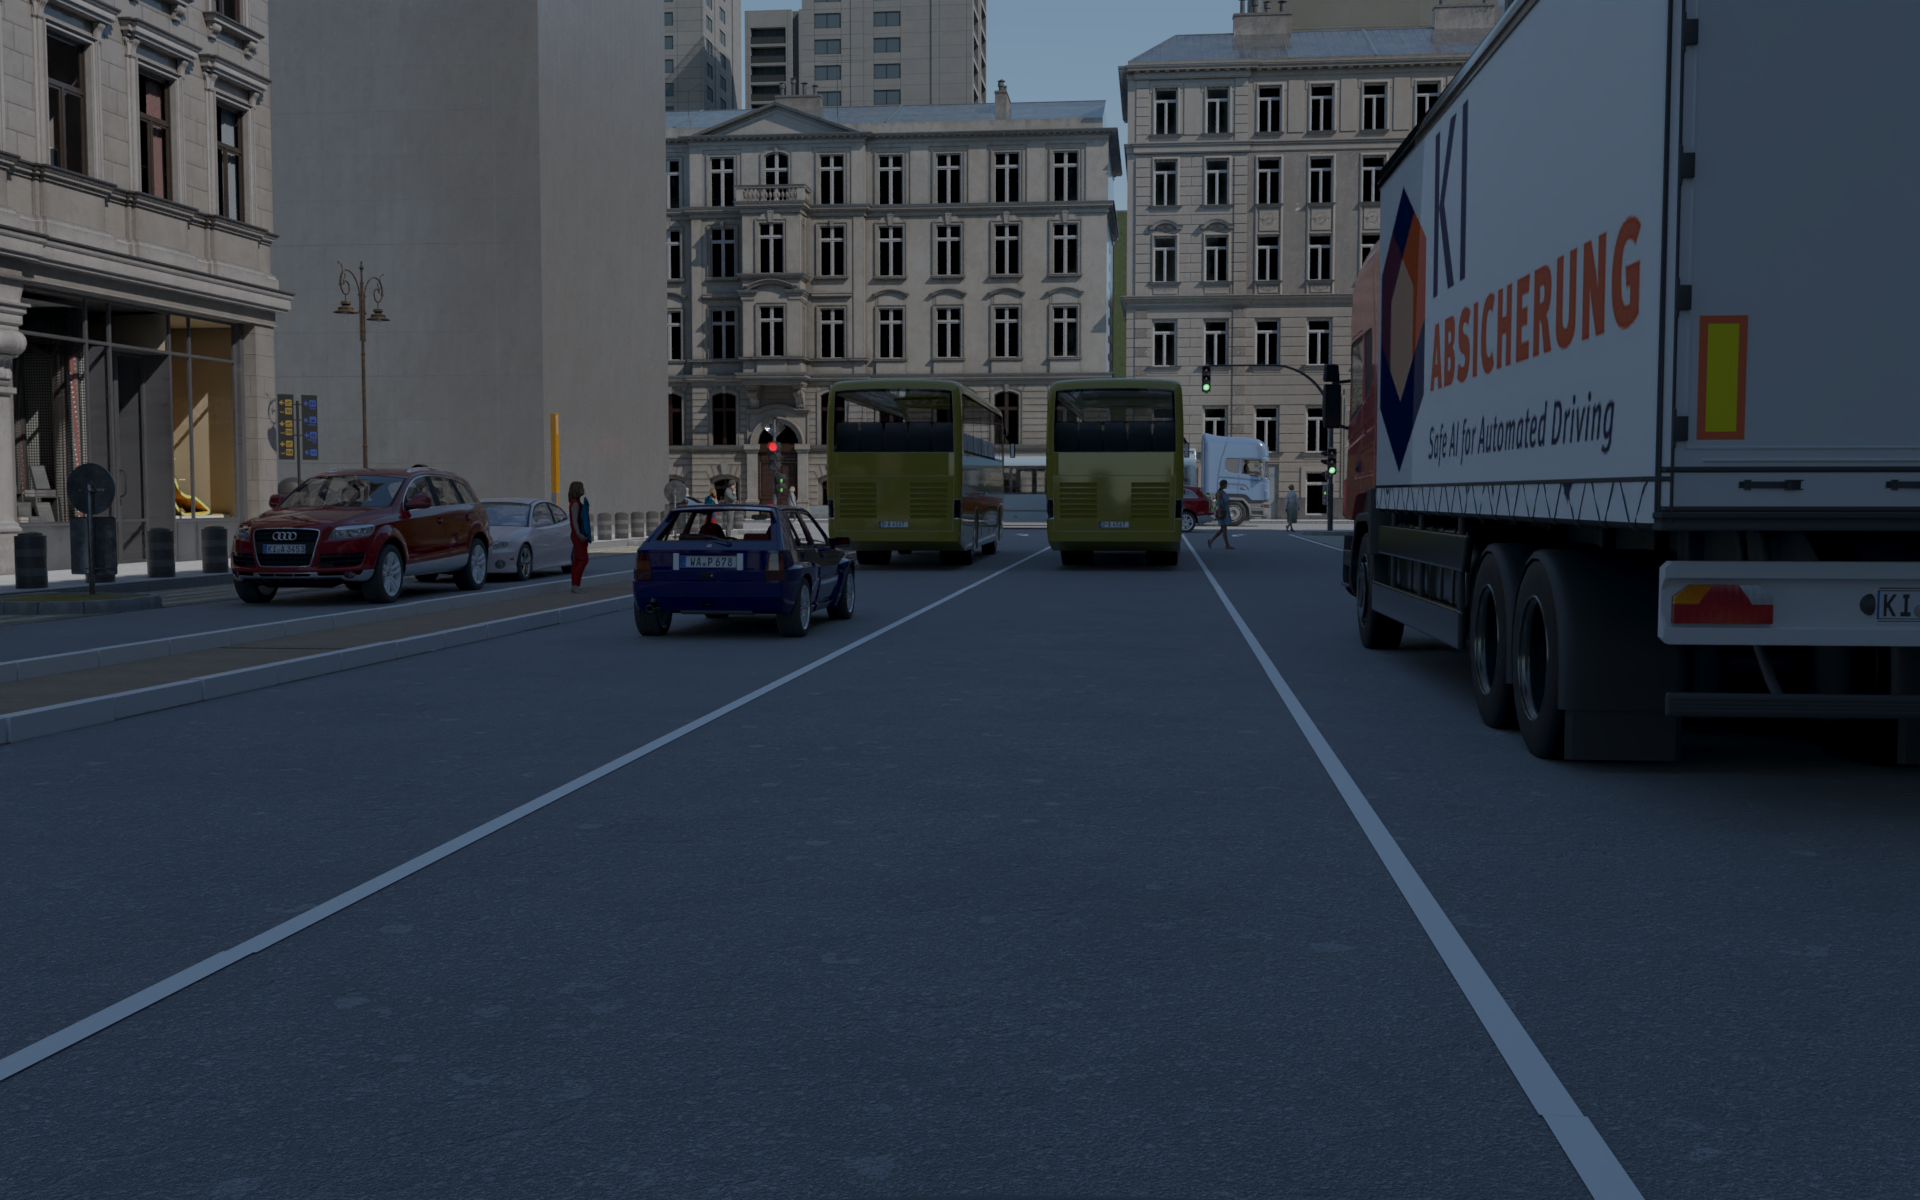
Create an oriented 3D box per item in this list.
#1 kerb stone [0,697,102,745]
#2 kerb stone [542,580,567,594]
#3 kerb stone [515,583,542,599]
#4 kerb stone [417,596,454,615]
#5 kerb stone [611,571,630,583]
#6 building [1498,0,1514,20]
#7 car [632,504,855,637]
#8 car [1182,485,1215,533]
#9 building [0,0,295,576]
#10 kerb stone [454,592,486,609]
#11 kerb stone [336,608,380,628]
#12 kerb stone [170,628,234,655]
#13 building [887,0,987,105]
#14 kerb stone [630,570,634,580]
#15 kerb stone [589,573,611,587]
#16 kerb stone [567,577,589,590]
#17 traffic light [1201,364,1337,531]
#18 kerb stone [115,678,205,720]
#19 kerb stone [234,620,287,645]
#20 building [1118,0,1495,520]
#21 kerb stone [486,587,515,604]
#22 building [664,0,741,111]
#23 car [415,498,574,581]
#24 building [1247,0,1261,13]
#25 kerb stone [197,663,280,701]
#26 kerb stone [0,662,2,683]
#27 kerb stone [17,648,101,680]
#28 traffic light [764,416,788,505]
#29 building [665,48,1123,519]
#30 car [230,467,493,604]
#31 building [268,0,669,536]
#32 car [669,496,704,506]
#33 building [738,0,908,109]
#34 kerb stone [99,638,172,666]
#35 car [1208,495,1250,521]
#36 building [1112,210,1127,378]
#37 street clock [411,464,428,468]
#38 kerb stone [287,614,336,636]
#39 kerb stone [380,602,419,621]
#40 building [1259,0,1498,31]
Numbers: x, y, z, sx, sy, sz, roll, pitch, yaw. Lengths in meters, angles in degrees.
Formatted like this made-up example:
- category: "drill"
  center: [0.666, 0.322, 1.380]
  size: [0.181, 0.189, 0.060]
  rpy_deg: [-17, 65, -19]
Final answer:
- category: "kerb stone"
  center: [-5.460, 0.718, 10.457]
  size: [0.120, 0.150, 1.000]
  rpy_deg: [0, 4, 6]
- category: "kerb stone"
  center: [-5.940, -0.170, 24.979]
  size: [0.120, 0.150, 1.000]
  rpy_deg: [0, 4, 6]
- category: "kerb stone"
  center: [-6.053, -0.108, 23.960]
  size: [0.120, 0.150, 1.000]
  rpy_deg: [0, 4, 6]
- category: "kerb stone"
  center: [-6.393, 0.079, 20.900]
  size: [0.120, 0.150, 1.000]
  rpy_deg: [0, 4, 6]
- category: "kerb stone"
  center: [-5.590, -0.358, 28.050]
  size: [0.120, 0.150, 1.000]
  rpy_deg: [0, 4, 6]
- category: "building"
  center: [20.778, -13.489, 39.637]
  size: [14.460, 24.649, 34.723]
  rpy_deg: [0, 4, 6]
- category: "car"
  center: [-2.234, -0.377, 18.751]
  size: [1.945, 1.354, 3.894]
  rpy_deg: [0, 4, 7]
- category: "car"
  center: [6.946, -3.463, 65.298]
  size: [5.304, 1.827, 2.281]
  rpy_deg: [0, 4, 5]
- category: "building"
  center: [-20.602, -10.101, 16.069]
  size: [10.553, 20.767, 40.483]
  rpy_deg: [0, 4, 6]
- category: "kerb stone"
  center: [-6.276, 0.017, 21.919]
  size: [0.120, 0.150, 1.000]
  rpy_deg: [0, 4, 6]
- category: "kerb stone"
  center: [-6.627, 0.206, 18.860]
  size: [0.120, 0.150, 1.000]
  rpy_deg: [0, 4, 6]
- category: "kerb stone"
  center: [-6.971, 0.391, 15.798]
  size: [0.120, 0.150, 1.000]
  rpy_deg: [0, 4, 6]
- category: "building"
  center: [-5.451, -46.170, 193.125]
  size: [20.563, 71.187, 20.611]
  rpy_deg: [0, 4, 6]
- category: "kerb stone"
  center: [-5.467, -0.420, 29.070]
  size: [0.120, 0.150, 1.000]
  rpy_deg: [0, 4, 6]
- category: "kerb stone"
  center: [-5.709, -0.296, 27.027]
  size: [0.120, 0.150, 1.000]
  rpy_deg: [0, 4, 6]
- category: "kerb stone"
  center: [-5.829, -0.232, 26.001]
  size: [0.120, 0.150, 1.000]
  rpy_deg: [0, 4, 6]
- category: "traffic light"
  center: [10.818, -5.250, 60.505]
  size: [4.771, 5.953, 1.251]
  rpy_deg: [0, 4, 6]
- category: "kerb stone"
  center: [-5.355, 0.660, 11.477]
  size: [0.120, 0.150, 1.000]
  rpy_deg: [0, 4, 6]
- category: "kerb stone"
  center: [-6.865, 0.329, 16.818]
  size: [0.120, 0.150, 1.000]
  rpy_deg: [0, 4, 6]
- category: "building"
  center: [20.964, -17.955, 90.820]
  size: [25.104, 27.353, 12.463]
  rpy_deg: [0, 4, 6]
- category: "kerb stone"
  center: [-6.168, -0.041, 22.940]
  size: [0.120, 0.150, 1.000]
  rpy_deg: [0, 4, 6]
- category: "building"
  center: [-38.850, -47.452, 214.088]
  size: [20.611, 71.187, 20.563]
  rpy_deg: [0, 4, 6]
- category: "car"
  center: [-7.925, -1.081, 30.034]
  size: [2.083, 1.381, 4.827]
  rpy_deg: [0, 4, 5]
- category: "building"
  center: [41.414, -39.462, 187.198]
  size: [21.231, 58.520, 28.212]
  rpy_deg: [0, 4, 6]
- category: "kerb stone"
  center: [-5.234, 0.593, 12.494]
  size: [0.120, 0.150, 1.000]
  rpy_deg: [0, 4, 6]
- category: "kerb stone"
  center: [-7.324, 0.583, 12.743]
  size: [0.120, 0.150, 1.000]
  rpy_deg: [0, 4, 6]
- category: "kerb stone"
  center: [-7.207, 0.521, 13.762]
  size: [0.120, 0.150, 1.000]
  rpy_deg: [0, 4, 6]
- category: "traffic light"
  center: [-6.682, -4.507, 62.603]
  size: [0.839, 4.253, 0.868]
  rpy_deg: [0, 4, 6]
- category: "building"
  center: [-8.759, -16.831, 94.268]
  size: [34.723, 24.649, 14.460]
  rpy_deg: [0, 4, 6]
- category: "car"
  center: [-8.297, -0.962, 24.408]
  size: [2.281, 1.827, 5.304]
  rpy_deg: [0, 4, 5]
- category: "building"
  center: [-25.667, -14.526, 56.560]
  size: [30.058, 24.678, 14.314]
  rpy_deg: [0, 4, 6]
- category: "car"
  center: [-12.383, -3.669, 71.987]
  size: [4.499, 1.417, 2.014]
  rpy_deg: [0, 4, 5]
- category: "building"
  center: [-19.965, -50.192, 258.892]
  size: [20.611, 71.187, 20.563]
  rpy_deg: [0, 4, 6]
- category: "kerb stone"
  center: [-7.090, 0.455, 14.780]
  size: [0.120, 0.150, 1.000]
  rpy_deg: [0, 4, 6]
- category: "car"
  center: [11.301, -4.431, 81.244]
  size: [4.718, 1.807, 1.959]
  rpy_deg: [0, 4, 6]
- category: "building"
  center: [20.707, -34.738, 251.565]
  size: [14.086, 41.232, 14.154]
  rpy_deg: [0, 4, 6]
- category: "street clock"
  center: [-13.089, -2.293, 42.063]
  size: [0.471, 2.002, 0.358]
  rpy_deg: [1, 4, 11]
- category: "kerb stone"
  center: [-6.749, 0.266, 17.841]
  size: [0.120, 0.150, 1.000]
  rpy_deg: [0, 4, 6]
- category: "kerb stone"
  center: [-6.506, 0.149, 19.878]
  size: [0.120, 0.150, 1.000]
  rpy_deg: [0, 4, 6]
- category: "building"
  center: [38.301, -32.948, 162.406]
  size: [21.300, 48.544, 21.600]
  rpy_deg: [0, 4, 6]
